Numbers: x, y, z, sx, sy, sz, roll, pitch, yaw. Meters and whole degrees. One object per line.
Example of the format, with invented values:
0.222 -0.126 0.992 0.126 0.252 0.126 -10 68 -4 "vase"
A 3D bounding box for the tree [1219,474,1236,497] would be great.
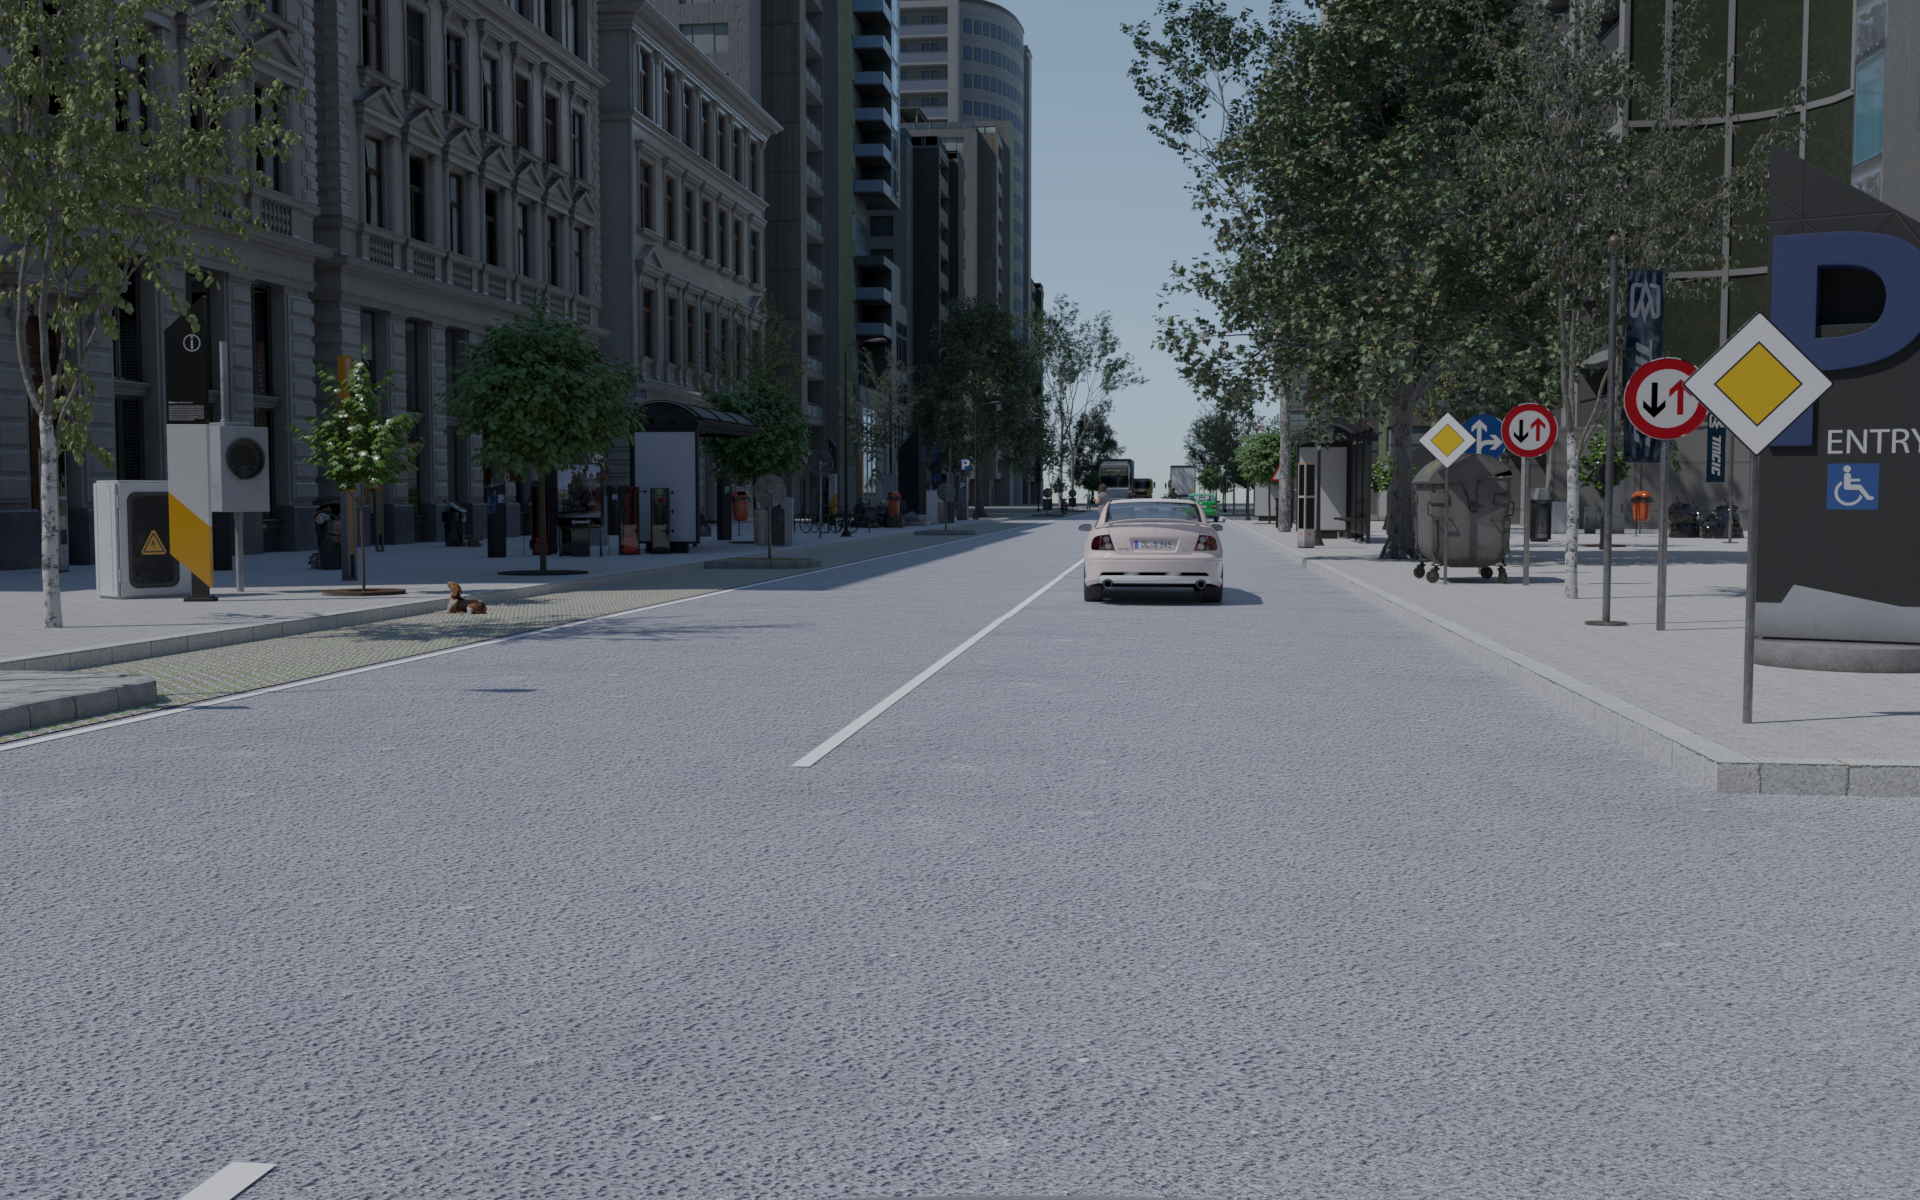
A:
22.365 -9.295 146.575 1.663 3.219 1.824 0 3 0 "tree"

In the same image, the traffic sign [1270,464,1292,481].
12.840 -4.236 69.264 0.884 2.594 0.081 1 4 12 "traffic sign"

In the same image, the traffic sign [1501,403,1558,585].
7.952 -1.477 24.261 0.768 2.556 0.104 1 4 9 "traffic sign"

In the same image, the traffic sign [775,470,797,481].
-5.005 -2.980 48.732 0.884 2.594 0.081 1 4 15 "traffic sign"

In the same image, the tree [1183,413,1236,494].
31.378 -17.750 215.974 9.928 11.665 9.643 0 3 0 "tree"

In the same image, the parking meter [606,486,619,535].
-10.805 -2.781 53.875 0.372 1.533 0.369 0 3 0 "parking meter"

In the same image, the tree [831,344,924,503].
-3.986 -8.211 84.606 4.360 8.622 3.978 0 3 0 "tree"

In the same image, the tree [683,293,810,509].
-7.572 -6.877 62.796 4.737 8.622 4.395 0 3 0 "tree"

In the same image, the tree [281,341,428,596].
-7.556 -1.676 22.009 1.663 3.219 1.824 0 3 0 "tree"

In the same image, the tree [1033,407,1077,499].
7.573 -11.767 142.760 4.737 8.622 4.395 0 3 0 "tree"

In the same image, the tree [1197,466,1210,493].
18.415 -7.768 110.722 4.285 4.588 4.351 0 3 0 "tree"

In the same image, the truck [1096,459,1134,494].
12.611 -9.205 139.407 2.839 4.237 11.283 0 4 8 "truck"

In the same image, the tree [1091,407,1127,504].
17.473 -19.031 228.160 9.611 12.733 9.660 0 3 0 "tree"

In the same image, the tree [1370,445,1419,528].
16.595 -4.379 66.195 1.663 3.219 1.824 0 3 0 "tree"

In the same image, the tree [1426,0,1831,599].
7.644 -4.308 20.794 4.360 8.622 3.978 0 3 0 "tree"

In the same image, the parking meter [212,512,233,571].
-12.432 -1.264 29.076 0.372 1.533 0.369 0 3 0 "parking meter"

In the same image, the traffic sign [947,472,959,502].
-0.325 -4.795 80.532 0.606 2.300 0.079 1 4 12 "traffic sign"

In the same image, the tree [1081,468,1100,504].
18.932 -15.449 236.307 4.285 4.588 4.351 0 3 0 "tree"

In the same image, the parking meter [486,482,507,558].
-9.373 -1.628 35.024 0.372 1.533 0.369 0 3 0 "parking meter"

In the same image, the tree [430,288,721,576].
-6.798 -2.695 27.784 4.285 4.588 4.351 0 3 0 "tree"

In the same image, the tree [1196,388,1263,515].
16.609 -9.538 106.308 4.360 8.622 3.978 0 3 0 "tree"

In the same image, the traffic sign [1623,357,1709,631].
6.593 -0.985 16.217 0.768 2.556 0.104 1 4 13 "traffic sign"

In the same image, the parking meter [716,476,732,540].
-6.546 -2.594 48.123 0.255 1.863 0.399 3 4 38 "parking meter"

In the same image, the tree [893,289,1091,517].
0.983 -11.009 97.007 9.611 12.733 9.660 0 3 0 "tree"

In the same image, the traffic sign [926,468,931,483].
-1.747 -5.018 82.150 0.768 2.556 0.104 1 4 9 "traffic sign"

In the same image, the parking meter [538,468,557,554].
-8.821 -1.916 37.041 0.255 1.863 0.399 -3 5 -40 "parking meter"

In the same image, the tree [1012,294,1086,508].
10.327 -18.697 161.590 12.611 20.169 13.585 0 3 0 "tree"

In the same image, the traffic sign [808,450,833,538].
-4.070 -3.075 50.390 0.768 2.556 0.104 1 4 10 "traffic sign"

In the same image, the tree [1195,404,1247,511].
20.396 -11.168 132.964 4.737 8.622 4.395 0 3 0 "tree"

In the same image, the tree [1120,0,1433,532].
11.919 -12.275 56.579 12.611 20.169 13.585 0 3 0 "tree"

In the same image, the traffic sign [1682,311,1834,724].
4.400 -0.366 9.623 0.795 2.450 0.064 0 4 7 "traffic sign"

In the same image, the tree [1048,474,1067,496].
8.763 -9.766 154.281 1.663 3.219 1.824 0 3 0 "tree"

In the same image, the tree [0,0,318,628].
-8.521 -4.046 16.521 4.737 8.622 4.395 0 3 0 "tree"

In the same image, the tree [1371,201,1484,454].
11.800 -5.592 41.797 4.737 8.622 4.395 0 3 0 "tree"

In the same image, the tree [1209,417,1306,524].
13.355 -5.530 74.128 4.285 4.588 4.351 0 3 0 "tree"

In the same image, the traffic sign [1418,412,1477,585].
6.871 -1.424 24.466 0.795 2.450 0.064 1 4 14 "traffic sign"

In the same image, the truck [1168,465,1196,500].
22.348 -11.326 174.097 2.839 4.237 11.283 0 4 7 "truck"

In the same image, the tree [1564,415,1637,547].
15.564 -2.911 42.201 1.663 3.219 1.824 0 3 0 "tree"

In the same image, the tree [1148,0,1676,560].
8.726 -7.145 33.830 9.611 12.733 9.660 0 3 0 "tree"

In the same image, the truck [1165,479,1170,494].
28.698 -14.165 227.521 3.469 3.379 9.791 0 4 6 "truck"

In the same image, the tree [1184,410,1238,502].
28.191 -15.770 192.251 7.601 10.594 8.767 -1 4 -20 "tree"

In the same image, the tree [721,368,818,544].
-5.372 -3.771 45.371 4.285 4.588 4.351 0 3 0 "tree"

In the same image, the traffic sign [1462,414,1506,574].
8.355 -1.688 27.709 0.768 2.556 0.104 1 4 17 "traffic sign"

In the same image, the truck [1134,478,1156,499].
22.422 -13.308 213.501 3.469 3.379 9.791 0 4 7 "truck"
